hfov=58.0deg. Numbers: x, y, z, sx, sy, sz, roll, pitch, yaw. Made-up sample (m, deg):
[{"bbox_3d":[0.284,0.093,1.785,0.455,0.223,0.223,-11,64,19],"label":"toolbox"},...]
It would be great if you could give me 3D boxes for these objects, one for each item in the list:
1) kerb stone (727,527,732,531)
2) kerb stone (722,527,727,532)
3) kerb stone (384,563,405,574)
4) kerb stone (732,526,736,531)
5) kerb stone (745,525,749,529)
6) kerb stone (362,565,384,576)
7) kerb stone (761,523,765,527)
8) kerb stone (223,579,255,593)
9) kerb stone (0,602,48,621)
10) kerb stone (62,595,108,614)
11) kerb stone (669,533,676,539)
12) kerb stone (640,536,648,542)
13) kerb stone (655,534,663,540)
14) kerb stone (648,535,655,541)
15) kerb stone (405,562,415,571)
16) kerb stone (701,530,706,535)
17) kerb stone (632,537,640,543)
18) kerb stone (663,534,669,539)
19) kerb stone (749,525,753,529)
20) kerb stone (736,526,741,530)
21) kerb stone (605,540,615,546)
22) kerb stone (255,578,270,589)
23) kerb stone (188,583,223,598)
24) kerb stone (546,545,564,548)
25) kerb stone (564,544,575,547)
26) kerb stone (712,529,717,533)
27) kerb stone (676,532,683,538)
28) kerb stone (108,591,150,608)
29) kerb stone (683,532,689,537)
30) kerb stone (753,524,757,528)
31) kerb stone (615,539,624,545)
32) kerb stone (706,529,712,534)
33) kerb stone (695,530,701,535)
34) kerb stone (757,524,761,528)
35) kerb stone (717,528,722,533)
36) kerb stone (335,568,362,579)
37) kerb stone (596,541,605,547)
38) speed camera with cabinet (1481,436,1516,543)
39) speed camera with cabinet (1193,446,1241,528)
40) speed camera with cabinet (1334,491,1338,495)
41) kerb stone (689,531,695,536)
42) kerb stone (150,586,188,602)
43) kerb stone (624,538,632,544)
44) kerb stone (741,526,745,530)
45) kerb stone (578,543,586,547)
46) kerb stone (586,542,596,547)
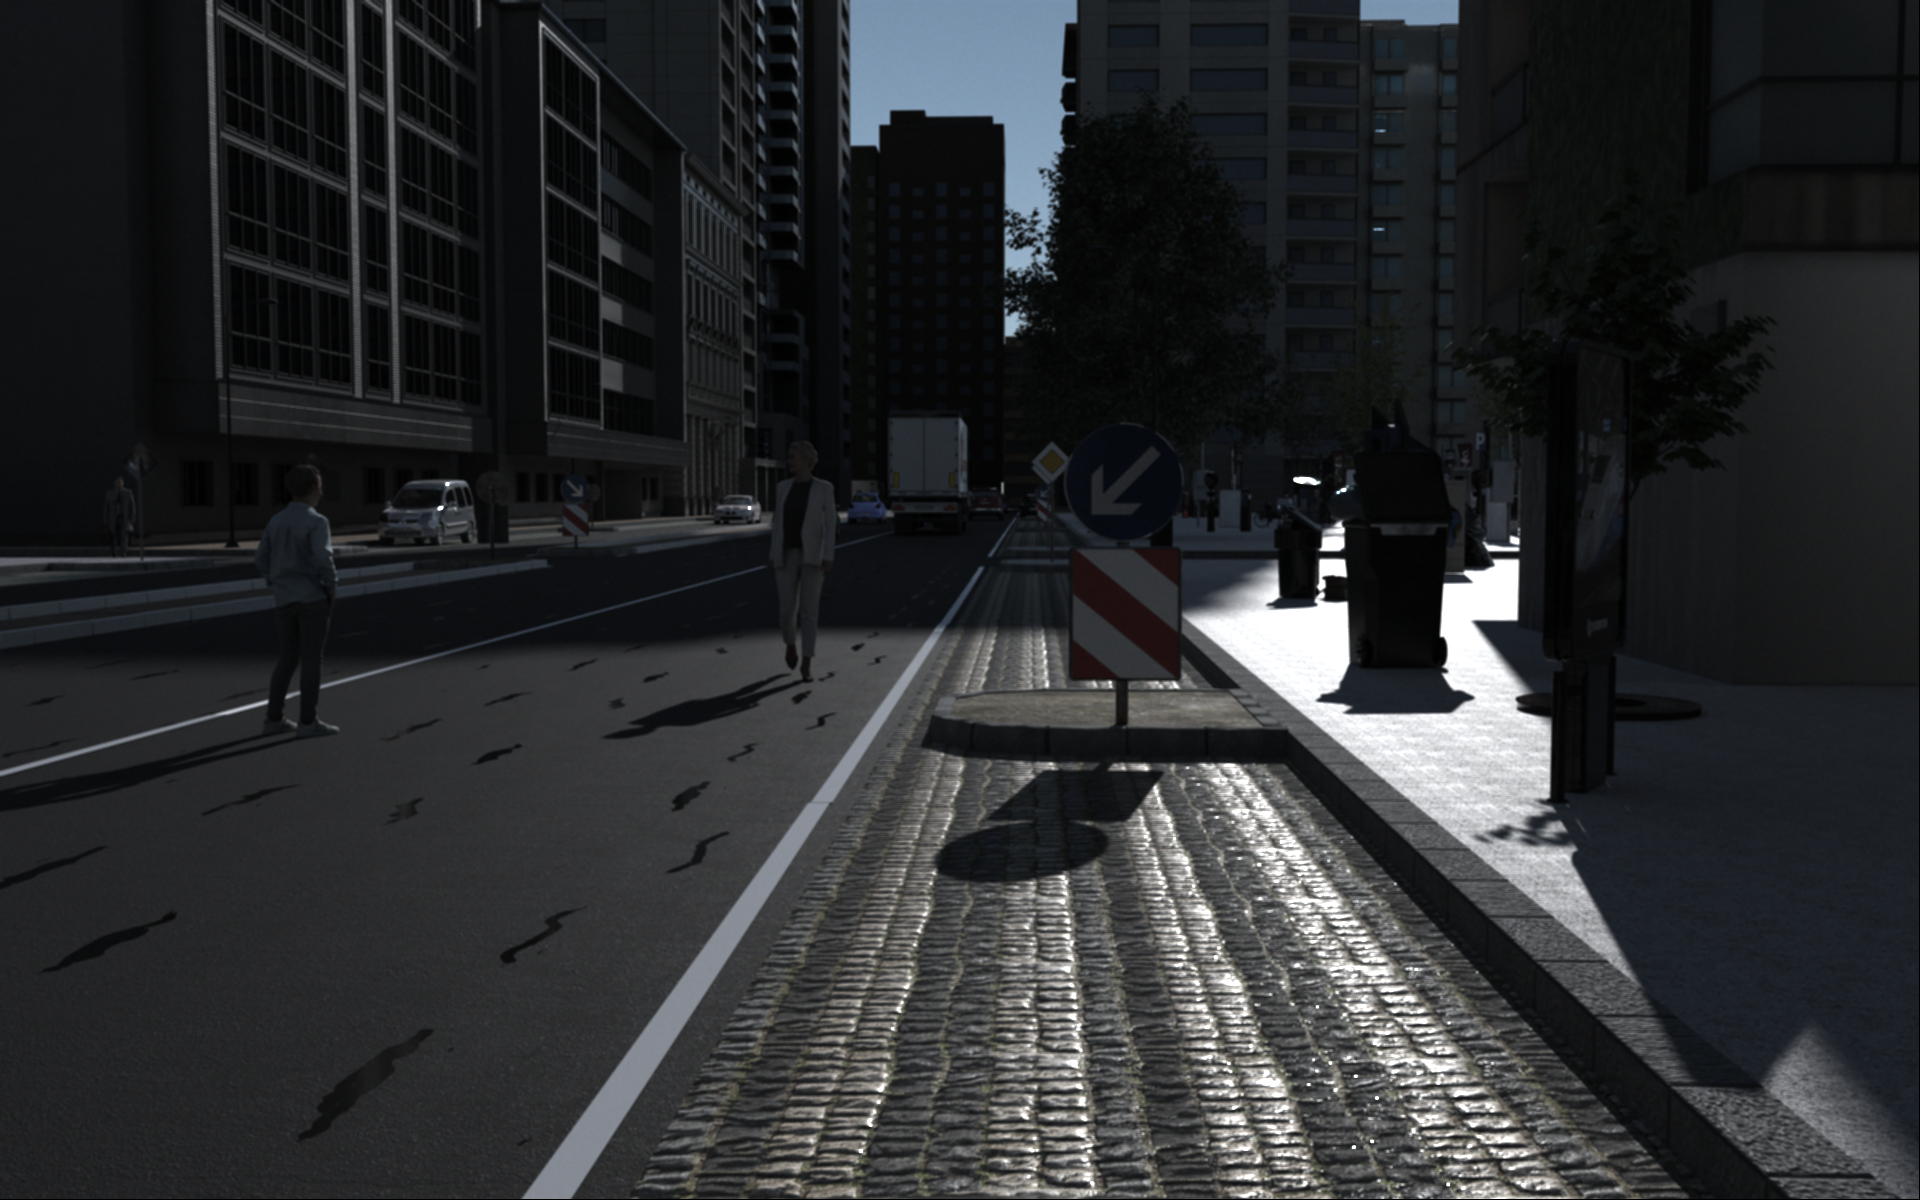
[{"bbox_3d":[-8.925,-2.664,65.844,0.120,0.150,1.000,0,4,2],"label":"kerb stone"},{"bbox_3d":[-8.970,-2.607,64.822,0.120,0.150,1.000,0,4,2],"label":"kerb stone"},{"bbox_3d":[-10.350,-0.564,31.413,0.120,0.150,1.000,0,4,2],"label":"kerb stone"},{"bbox_3d":[-8.890,-2.733,66.882,0.120,0.150,1.000,0,4,2],"label":"kerb stone"},{"bbox_3d":[-8.760,-2.921,69.950,0.120,0.150,1.000,0,4,2],"label":"kerb stone"},{"bbox_3d":[-10.395,-0.494,30.387,0.120,0.150,1.000,0,4,2],"label":"kerb stone"},{"bbox_3d":[-8.594,-3.164,74.048,0.120,0.150,1.000,0,4,2],"label":"kerb stone"},{"bbox_3d":[-10.615,-0.188,25.269,0.120,0.150,1.000,0,4,2],"label":"kerb stone"},{"bbox_3d":[-10.819,0.124,20.162,0.120,0.150,1.000,0,4,2],"label":"kerb stone"},{"bbox_3d":[-10.779,0.063,21.183,0.120,0.150,1.000,0,4,2],"label":"kerb stone"},{"bbox_3d":[-9.349,-2.042,55.587,0.120,0.150,1.000,0,4,2],"label":"kerb stone"},{"bbox_3d":[-9.519,-1.792,51.487,0.120,0.150,1.000,0,4,2],"label":"kerb stone"},{"bbox_3d":[-9.440,-1.917,53.545,0.120,0.150,1.000,0,4,2],"label":"kerb stone"},{"bbox_3d":[-9.482,-1.853,52.509,0.120,0.150,1.000,0,4,2],"label":"kerb stone"},{"bbox_3d":[-10.315,-0.626,32.450,0.120,0.150,1.000,0,4,2],"label":"kerb stone"},{"bbox_3d":[-9.148,-2.357,60.735,0.120,0.150,1.000,0,4,2],"label":"kerb stone"},{"bbox_3d":[-9.561,-1.723,50.463,0.120,0.150,1.000,0,4,2],"label":"kerb stone"},{"bbox_3d":[-9.400,-1.980,54.566,0.120,0.150,1.000,0,4,2],"label":"kerb stone"},{"bbox_3d":[-8.718,-2.982,70.972,0.120,0.150,1.000,0,4,2],"label":"kerb stone"},{"bbox_3d":[-8.838,-2.796,67.903,0.120,0.150,1.000,0,4,2],"label":"kerb stone"},{"bbox_3d":[-9.693,-1.530,47.364,0.120,0.150,1.000,0,4,2],"label":"kerb stone"},{"bbox_3d":[-10.568,-0.251,26.298,0.120,0.150,1.000,0,4,2],"label":"kerb stone"},{"bbox_3d":[-10.651,-0.126,24.248,0.120,0.150,1.000,0,4,2],"label":"kerb stone"},{"bbox_3d":[-9.906,-1.224,42.253,0.120,0.150,1.000,0,4,2],"label":"kerb stone"},{"bbox_3d":[-9.860,-1.289,43.274,0.120,0.150,1.000,0,4,2],"label":"kerb stone"},{"bbox_3d":[-9.051,-2.482,62.778,0.120,0.150,1.000,0,4,2],"label":"kerb stone"},{"bbox_3d":[-9.311,-2.105,56.614,0.120,0.150,1.000,0,4,2],"label":"kerb stone"},{"bbox_3d":[-10.736,0.002,22.204,0.120,0.150,1.000,0,4,2],"label":"kerb stone"},{"bbox_3d":[-9.265,-2.168,57.650,0.120,0.150,1.000,0,4,2],"label":"kerb stone"},{"bbox_3d":[-8.669,-3.044,71.993,0.120,0.150,1.000,0,4,2],"label":"kerb stone"},{"bbox_3d":[-9.650,-1.603,48.399,0.120,0.150,1.000,0,4,2],"label":"kerb stone"},{"bbox_3d":[-9.098,-2.415,61.757,0.120,0.150,1.000,0,4,2],"label":"kerb stone"},{"bbox_3d":[-9.179,-2.288,59.701,0.120,0.150,1.000,0,4,2],"label":"kerb stone"},{"bbox_3d":[-8.627,-3.102,73.023,0.120,0.150,1.000,0,4,2],"label":"kerb stone"},{"bbox_3d":[-9.012,-2.545,63.800,0.120,0.150,1.000,0,4,2],"label":"kerb stone"},{"bbox_3d":[-10.444,-0.439,29.365,0.120,0.150,1.000,0,4,2],"label":"kerb stone"},{"bbox_3d":[-9.740,-1.472,46.342,0.120,0.150,1.000,0,4,2],"label":"kerb stone"},{"bbox_3d":[14.442,-3.192,46.519,0.660,3.252,2.038,1,4,9],"label":"speed camera with cabinet"},{"bbox_3d":[10.033,-4.423,66.644,2.038,3.252,0.660,2,4,27],"label":"speed camera with cabinet"},{"bbox_3d":[21.390,-6.224,96.106,2.038,3.252,0.660,1,4,16],"label":"speed camera with cabinet"},{"bbox_3d":[-9.225,-2.231,58.671,0.120,0.150,1.000,0,4,2],"label":"kerb stone"},{"bbox_3d":[-10.691,-0.063,23.227,0.120,0.150,1.000,0,4,2],"label":"kerb stone"},{"bbox_3d":[-9.609,-1.666,49.435,0.120,0.150,1.000,0,4,2],"label":"kerb stone"},{"bbox_3d":[-8.801,-2.858,68.925,0.120,0.150,1.000,0,4,2],"label":"kerb stone"},{"bbox_3d":[-9.823,-1.349,44.299,0.120,0.150,1.000,0,4,2],"label":"kerb stone"},{"bbox_3d":[-9.774,-1.414,45.320,0.120,0.150,1.000,0,4,2],"label":"kerb stone"}]
